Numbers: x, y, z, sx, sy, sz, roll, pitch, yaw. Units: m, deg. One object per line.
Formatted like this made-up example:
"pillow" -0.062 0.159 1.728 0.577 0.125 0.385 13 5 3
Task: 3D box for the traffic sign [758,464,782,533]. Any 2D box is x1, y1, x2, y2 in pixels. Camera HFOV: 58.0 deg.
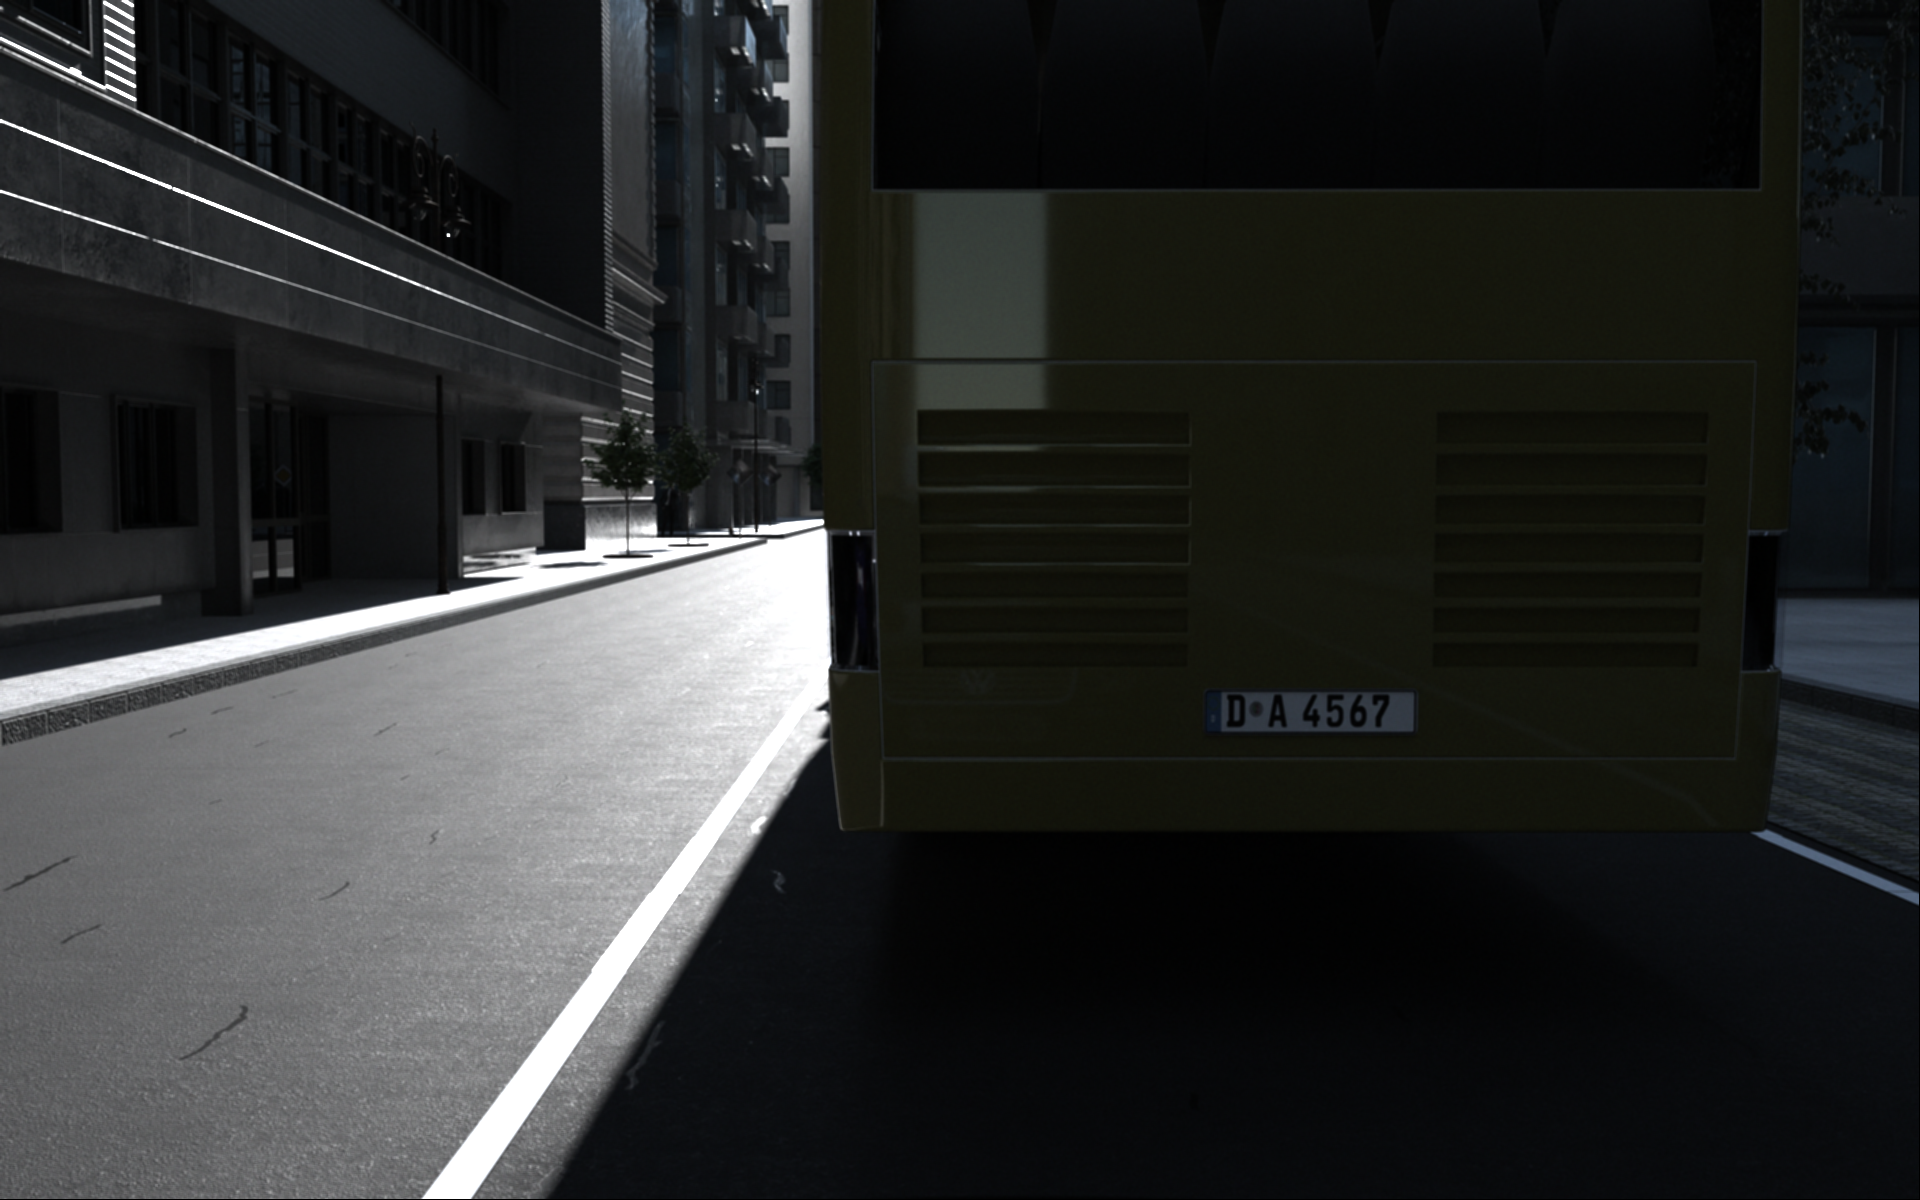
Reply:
"traffic sign" -6.243 -3.257 56.894 0.795 2.450 0.064 0 4 0

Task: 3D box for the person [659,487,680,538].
"person" -8.978 -2.798 53.614 0.648 1.900 0.474 -1 4 -15

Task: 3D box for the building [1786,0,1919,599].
"building" 17.771 -25.264 32.672 23.786 49.044 30.456 0 4 0

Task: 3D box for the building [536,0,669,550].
"building" -17.790 -13.125 43.475 19.941 23.489 11.050 0 4 0

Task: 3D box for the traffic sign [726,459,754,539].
"traffic sign" -6.208 -2.769 48.909 0.795 2.450 0.064 0 4 0

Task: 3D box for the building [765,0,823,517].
"building" -12.373 -25.516 100.779 14.154 41.232 14.086 0 4 0

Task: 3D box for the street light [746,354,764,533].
"street light" -6.734 -5.159 57.130 0.468 5.910 1.993 0 4 0

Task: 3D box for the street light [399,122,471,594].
"street light" -6.628 -3.012 22.033 0.468 5.910 1.993 0 4 0

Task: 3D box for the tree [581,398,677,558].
"tree" -6.762 -2.472 35.014 1.663 3.219 1.824 0 3 0

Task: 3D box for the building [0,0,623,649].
"building" -13.276 -12.111 17.084 14.314 24.678 30.058 0 4 0

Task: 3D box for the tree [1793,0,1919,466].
"tree" 6.884 -3.994 15.660 4.360 8.622 3.978 0 3 0

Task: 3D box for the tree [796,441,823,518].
"tree" -7.113 -6.651 92.460 4.285 4.588 4.351 0 3 0

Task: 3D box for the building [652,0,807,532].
"building" -18.910 -27.565 70.298 23.786 49.044 30.456 0 4 0

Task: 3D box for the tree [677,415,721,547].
"tree" -6.802 -2.922 42.374 1.663 3.219 1.824 0 3 0

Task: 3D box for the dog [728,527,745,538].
"dog" -7.073 -2.115 54.771 0.748 0.427 0.550 1 4 15

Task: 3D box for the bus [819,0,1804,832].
"bus" 0.915 -1.158 10.485 2.896 3.916 12.252 0 4 0
